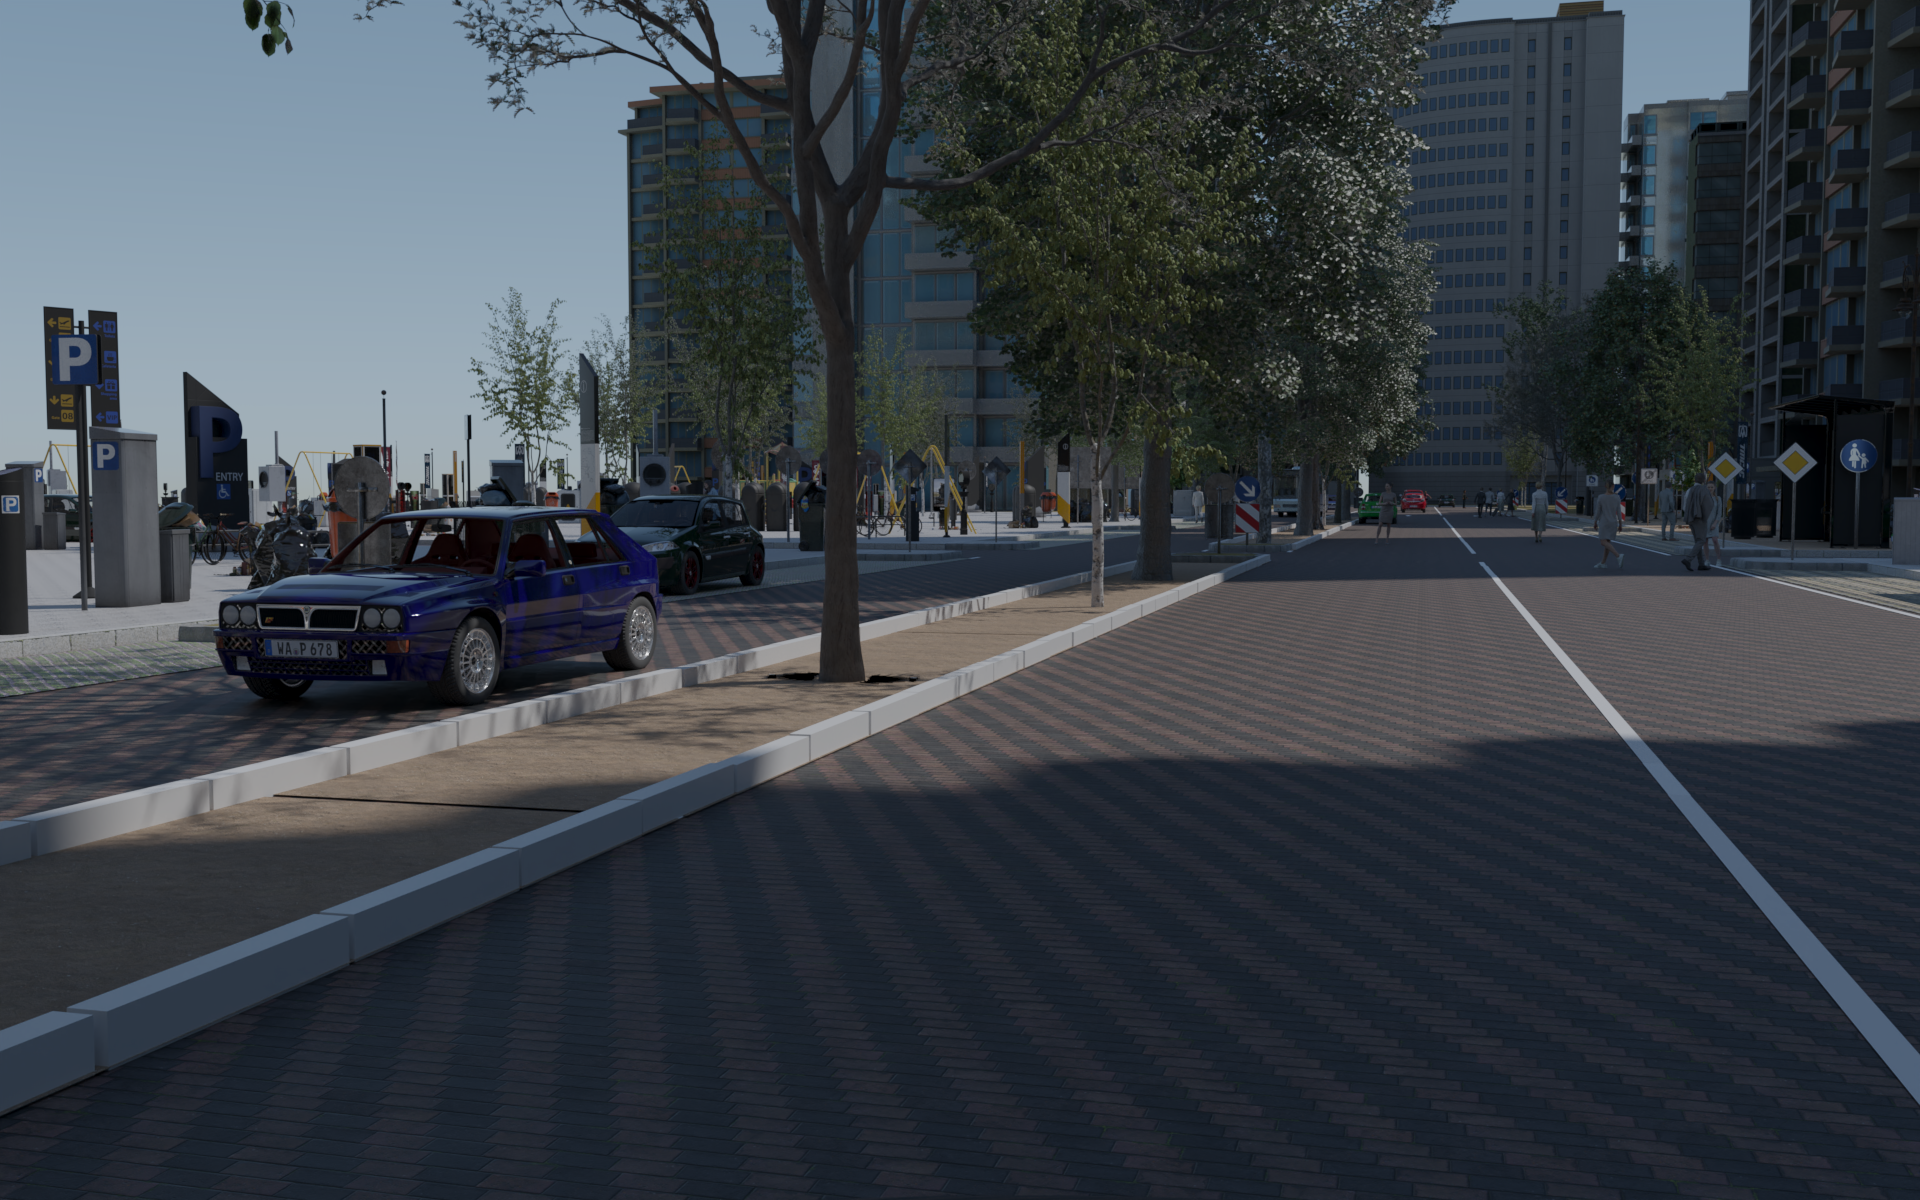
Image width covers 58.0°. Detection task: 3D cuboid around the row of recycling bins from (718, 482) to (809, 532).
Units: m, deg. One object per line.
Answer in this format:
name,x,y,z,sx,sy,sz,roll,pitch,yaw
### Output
row of recycling bins,-6.677,-3.224,59.818,3.534,1.692,1.069,1,4,11

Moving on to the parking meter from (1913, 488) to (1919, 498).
parking meter,39.642,-3.870,71.683,0.372,1.533,0.369,0,3,0

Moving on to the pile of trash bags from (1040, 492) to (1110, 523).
pile of trash bags,5.089,-4.234,78.973,3.447,1.369,1.912,3,4,37

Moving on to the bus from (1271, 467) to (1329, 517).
bus,22.037,-7.146,111.697,2.948,3.499,13.247,1,4,16

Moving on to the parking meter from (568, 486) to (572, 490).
parking meter,-28.071,-7.280,124.742,0.255,1.863,0.399,0,4,-6

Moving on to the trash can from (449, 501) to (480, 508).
trash can,-10.138,-1.473,35.730,0.748,1.137,0.748,0,3,0

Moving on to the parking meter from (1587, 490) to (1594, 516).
parking meter,36.731,-5.659,100.933,0.372,1.533,0.369,0,3,0

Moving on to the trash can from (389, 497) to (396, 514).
trash can,-23.551,-3.718,72.447,0.748,1.137,0.748,0,3,0

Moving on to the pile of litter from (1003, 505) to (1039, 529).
pile of litter,2.269,-3.120,64.985,1.719,0.858,1.176,-3,4,-39

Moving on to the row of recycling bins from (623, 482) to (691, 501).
row of recycling bins,-10.409,-3.230,59.924,1.069,1.692,3.534,2,4,32

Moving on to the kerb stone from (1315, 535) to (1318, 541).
kerb stone,10.543,-1.813,51.838,0.120,0.150,1.000,1,4,15

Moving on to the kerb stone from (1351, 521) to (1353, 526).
kerb stone,17.179,-3.329,76.629,0.120,0.150,1.000,1,4,15

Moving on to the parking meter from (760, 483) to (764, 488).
parking meter,-10.446,-5.185,90.490,0.399,1.863,0.255,2,4,25

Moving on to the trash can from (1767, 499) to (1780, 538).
trash can,23.581,-2.389,50.718,0.748,1.137,0.748,0,3,0

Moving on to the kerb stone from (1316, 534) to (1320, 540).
kerb stone,10.803,-1.872,52.833,0.120,0.150,1.000,1,4,15

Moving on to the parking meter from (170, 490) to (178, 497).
parking meter,-44.208,-5.445,97.442,0.372,1.533,0.369,0,3,0

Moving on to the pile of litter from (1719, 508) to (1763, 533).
pile of litter,25.845,-2.649,57.283,1.719,0.858,1.176,-1,4,-12

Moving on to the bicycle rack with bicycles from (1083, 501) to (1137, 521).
bicycle rack with bicycles,6.636,-4.255,82.950,2.925,0.926,2.852,3,5,44

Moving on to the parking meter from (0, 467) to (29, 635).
parking meter,-8.755,-0.455,15.849,0.372,1.533,0.369,0,3,0

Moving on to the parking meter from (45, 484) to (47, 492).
parking meter,-52.253,-5.690,98.747,0.399,1.863,0.255,1,4,22

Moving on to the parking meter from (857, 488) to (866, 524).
parking meter,-4.136,-3.916,72.433,0.372,1.533,0.369,0,3,0

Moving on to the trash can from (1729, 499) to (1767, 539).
trash can,22.207,-2.292,49.123,0.748,1.137,0.748,0,3,0

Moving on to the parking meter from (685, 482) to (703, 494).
parking meter,-5.488,-1.675,35.800,0.372,1.533,0.369,0,3,0

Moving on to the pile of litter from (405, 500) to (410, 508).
pile of litter,-41.126,-6.987,128.207,1.719,0.858,1.176,-3,5,-42

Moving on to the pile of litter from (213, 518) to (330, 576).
pile of litter,-10.967,-0.825,27.458,1.719,0.858,1.176,2,4,25

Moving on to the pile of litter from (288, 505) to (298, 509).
pile of litter,-26.598,-3.327,68.354,1.176,0.858,1.719,-1,4,-10

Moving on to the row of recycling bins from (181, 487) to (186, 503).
row of recycling bins,-44.470,-5.870,103.090,3.534,1.692,1.069,-1,4,-17

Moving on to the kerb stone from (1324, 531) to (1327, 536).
kerb stone,11.863,-2.112,56.796,0.120,0.150,1.000,1,4,15

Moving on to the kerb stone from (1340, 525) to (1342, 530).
kerb stone,14.511,-2.716,66.700,0.120,0.150,1.000,1,4,15

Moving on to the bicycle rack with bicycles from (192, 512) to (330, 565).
bicycle rack with bicycles,-12.999,-1.110,31.536,2.852,0.926,2.925,2,4,24

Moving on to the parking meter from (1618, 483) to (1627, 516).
parking meter,36.301,-5.459,94.963,0.255,1.863,0.399,-2,4,-32

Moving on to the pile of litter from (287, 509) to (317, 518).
pile of litter,-15.443,-1.656,41.041,1.719,0.858,1.176,0,4,5

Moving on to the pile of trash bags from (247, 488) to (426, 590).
pile of trash bags,-8.110,-0.774,22.415,1.912,1.369,3.447,-2,4,-27

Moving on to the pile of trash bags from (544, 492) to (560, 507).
pile of trash bags,-18.512,-4.538,83.949,3.447,1.369,1.912,2,4,27

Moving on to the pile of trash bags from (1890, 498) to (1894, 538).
pile of trash bags,26.774,-2.570,51.769,3.447,1.369,1.912,3,4,38

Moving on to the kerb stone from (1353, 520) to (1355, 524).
kerb stone,17.709,-3.450,78.604,0.120,0.150,1.000,1,4,15

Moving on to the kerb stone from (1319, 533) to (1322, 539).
kerb stone,11.067,-1.928,53.826,0.120,0.150,1.000,1,4,15

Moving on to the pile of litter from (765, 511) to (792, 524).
pile of litter,-7.959,-3.666,73.911,1.719,0.858,1.176,-1,4,-13

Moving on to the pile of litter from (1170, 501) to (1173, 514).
pile of litter,13.612,-5.991,111.913,1.719,0.858,1.176,2,4,32

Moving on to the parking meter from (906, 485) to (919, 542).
parking meter,-1.287,-2.355,46.909,0.372,1.533,0.369,0,3,0

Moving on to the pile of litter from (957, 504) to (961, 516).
pile of litter,-0.084,-5.518,104.183,1.176,0.858,1.719,3,4,36

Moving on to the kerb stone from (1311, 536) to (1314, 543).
kerb stone,10.016,-1.692,49.863,0.120,0.150,1.000,1,4,15

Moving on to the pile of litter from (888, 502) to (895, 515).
pile of litter,-3.948,-5.519,104.194,1.176,0.858,1.719,-3,5,-43

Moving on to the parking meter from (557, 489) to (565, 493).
parking meter,-20.065,-4.818,87.183,0.372,1.533,0.369,0,3,0

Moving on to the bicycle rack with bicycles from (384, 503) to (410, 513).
bicycle rack with bicycles,-30.821,-4.841,92.530,2.925,0.926,2.852,-1,4,-21

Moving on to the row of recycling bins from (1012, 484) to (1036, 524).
row of recycling bins,2.755,-4.146,74.894,1.069,1.692,3.534,0,4,1

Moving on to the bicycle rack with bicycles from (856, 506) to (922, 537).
bicycle rack with bicycles,-2.958,-2.413,52.832,2.925,0.926,2.852,2,4,28

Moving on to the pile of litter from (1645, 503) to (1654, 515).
pile of litter,42.523,-5.698,107.132,1.176,0.858,1.719,3,4,37

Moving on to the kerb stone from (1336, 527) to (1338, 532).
kerb stone,13.718,-2.540,63.731,0.120,0.150,1.000,1,4,15

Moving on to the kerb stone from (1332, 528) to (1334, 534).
kerb stone,12.929,-2.358,60.755,0.120,0.150,1.000,1,4,15

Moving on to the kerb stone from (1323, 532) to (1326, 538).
kerb stone,11.606,-2.055,55.798,0.120,0.150,1.000,1,4,15

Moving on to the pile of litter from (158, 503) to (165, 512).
pile of litter,-37.115,-4.093,80.880,1.176,0.858,1.719,-3,5,-42

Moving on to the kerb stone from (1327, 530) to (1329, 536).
kerb stone,12.128,-2.175,57.788,0.120,0.150,1.000,1,4,15

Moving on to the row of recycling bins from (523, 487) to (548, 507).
row of recycling bins,-24.747,-5.580,98.342,3.534,1.692,1.069,2,4,34

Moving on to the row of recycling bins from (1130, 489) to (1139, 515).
row of recycling bins,11.402,-6.015,105.456,1.069,1.692,3.534,2,4,34

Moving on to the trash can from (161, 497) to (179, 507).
trash can,-42.794,-5.010,93.573,0.748,1.137,0.748,0,3,0

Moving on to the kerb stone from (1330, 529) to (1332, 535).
kerb stone,12.660,-2.297,59.766,0.120,0.150,1.000,1,4,15

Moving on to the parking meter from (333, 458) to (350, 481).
parking meter,-9.967,-1.372,28.151,0.255,1.863,0.399,1,4,9

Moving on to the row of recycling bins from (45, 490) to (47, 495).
row of recycling bins,-51.396,-5.298,93.732,3.534,1.692,1.069,-2,4,-27
